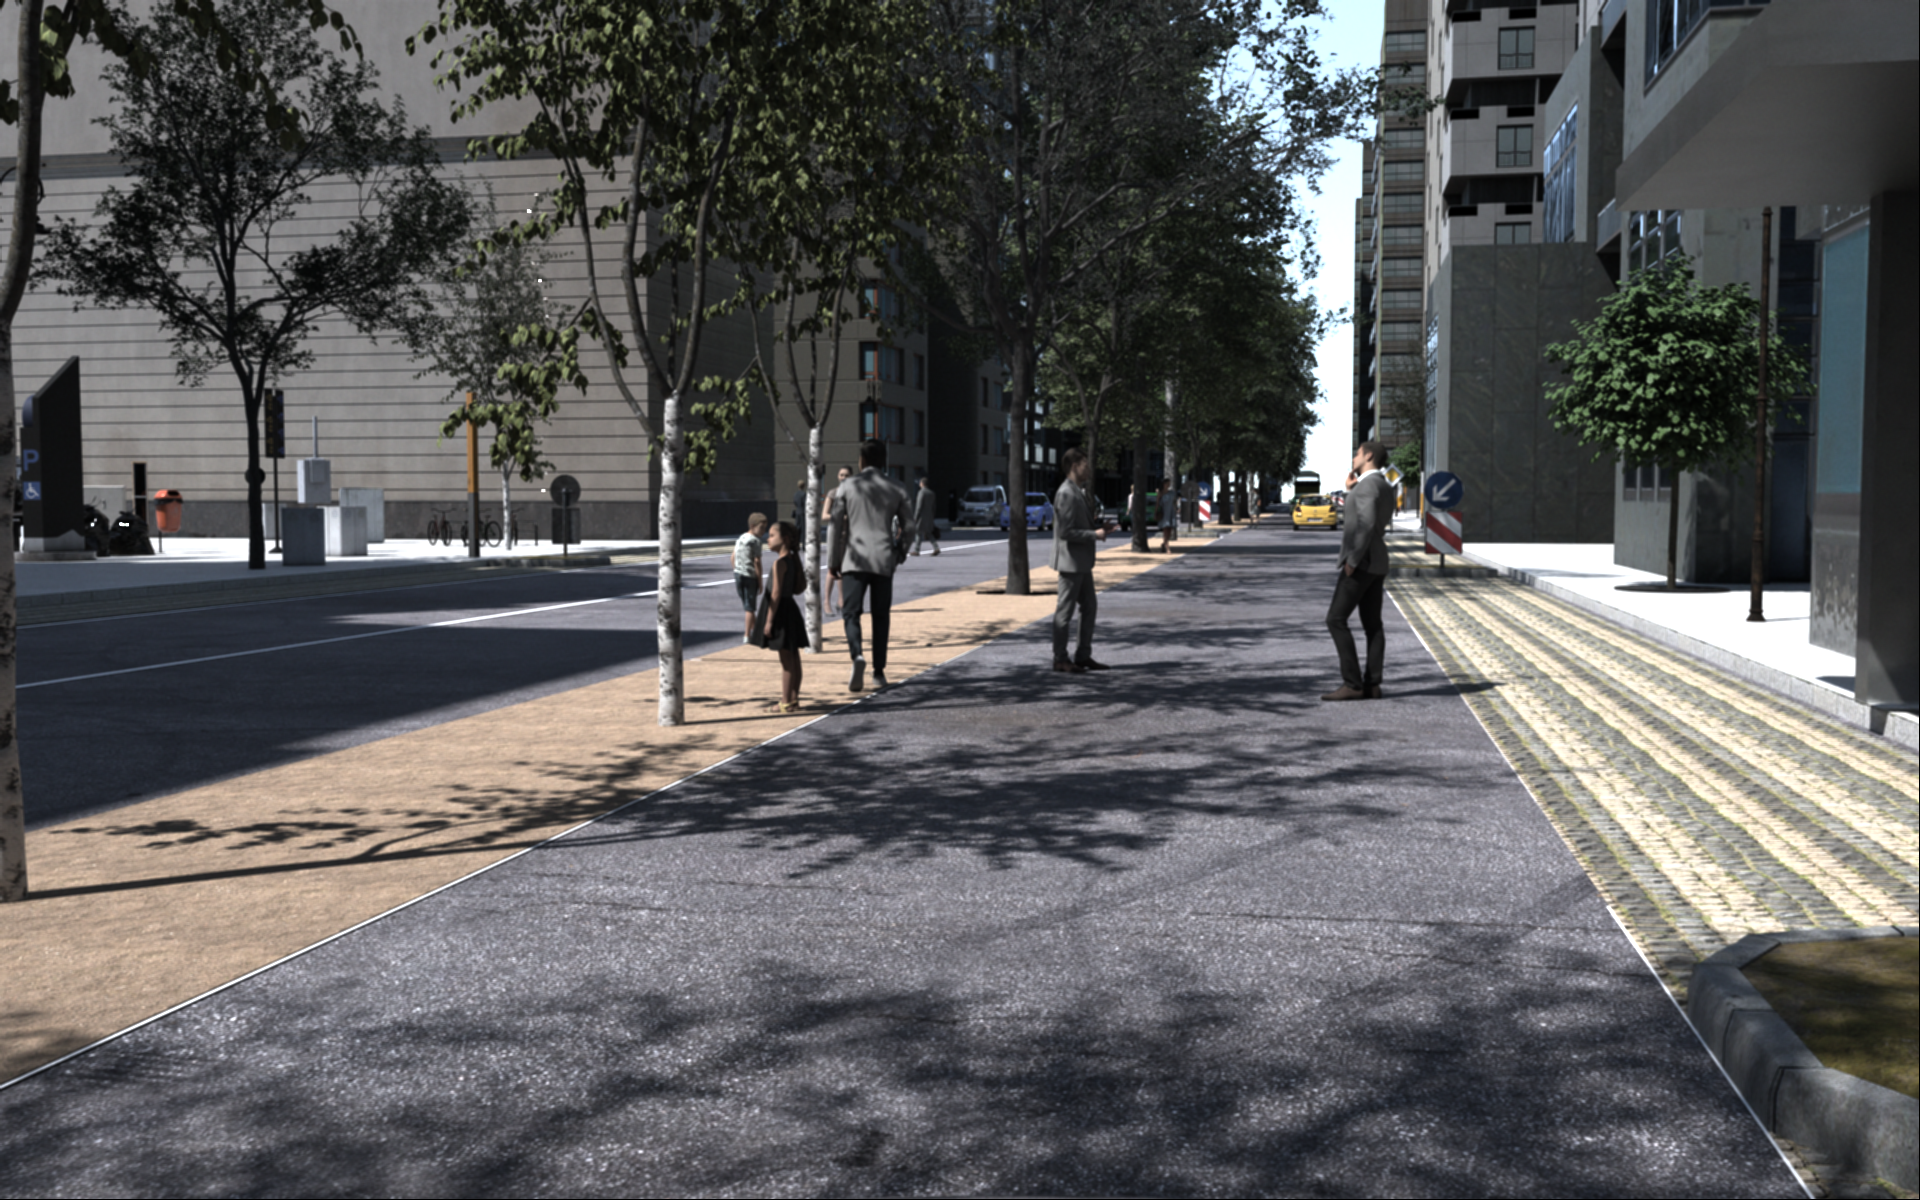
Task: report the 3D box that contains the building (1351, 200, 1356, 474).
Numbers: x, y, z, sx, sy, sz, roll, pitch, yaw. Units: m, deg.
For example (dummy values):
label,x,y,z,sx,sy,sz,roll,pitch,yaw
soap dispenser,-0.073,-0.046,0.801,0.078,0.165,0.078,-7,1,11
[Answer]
label,x,y,z,sx,sy,sz,roll,pitch,yaw
building,61.461,-33.992,239.369,14.154,41.232,14.086,1,4,12

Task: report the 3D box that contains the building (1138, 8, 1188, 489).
label,x,y,z,sx,sy,sz,roll,pitch,yaw
building,20.929,-56.653,238.948,22.319,86.520,31.000,1,4,12

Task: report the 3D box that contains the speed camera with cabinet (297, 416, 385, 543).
label,x,y,z,sx,sy,sz,roll,pitch,yaw
speed camera with cabinet,-16.007,-3.085,44.776,2.038,3.252,0.660,-3,4,-39

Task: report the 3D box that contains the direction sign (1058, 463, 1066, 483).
label,x,y,z,sx,sy,sz,roll,pitch,yaw
direction sign,7.674,-8.287,127.489,0.876,3.537,0.379,0,4,-7

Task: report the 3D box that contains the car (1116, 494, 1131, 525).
label,x,y,z,sx,sy,sz,roll,pitch,yaw
car,8.381,-4.195,80.385,2.131,1.459,4.920,1,4,11

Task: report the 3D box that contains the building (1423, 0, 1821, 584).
label,x,y,z,sx,sy,sz,roll,pitch,yaw
building,22.643,-44.209,35.494,22.319,86.520,31.000,1,4,12

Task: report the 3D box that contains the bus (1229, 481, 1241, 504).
label,x,y,z,sx,sy,sz,roll,pitch,yaw
bus,38.842,-15.176,242.985,2.948,3.499,13.247,1,4,10

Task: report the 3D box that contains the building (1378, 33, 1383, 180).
label,x,y,z,sx,sy,sz,roll,pitch,yaw
building,45.268,-31.044,157.676,14.600,45.320,14.200,1,4,12

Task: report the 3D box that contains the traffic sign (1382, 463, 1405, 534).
label,x,y,z,sx,sy,sz,roll,pitch,yaw
traffic sign,13.806,-3.164,55.373,0.795,2.450,0.064,1,4,12

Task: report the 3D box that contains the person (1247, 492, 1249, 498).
label,x,y,z,sx,sy,sz,roll,pitch,yaw
person,41.782,-14.769,250.709,1.217,1.736,0.721,1,4,13

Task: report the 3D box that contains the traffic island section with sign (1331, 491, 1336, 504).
label,x,y,z,sx,sy,sz,roll,pitch,yaw
traffic island section with sign,25.231,-6.327,112.080,1.989,1.847,2.006,1,4,12

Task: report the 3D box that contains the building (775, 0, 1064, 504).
label,x,y,z,sx,sy,sz,roll,pitch,yaw
building,-5.206,-30.926,125.249,23.786,49.044,30.456,1,4,12

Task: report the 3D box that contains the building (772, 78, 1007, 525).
label,x,y,z,sx,sy,sz,roll,pitch,yaw
building,-13.812,-14.797,86.970,27.650,21.520,28.899,1,4,12

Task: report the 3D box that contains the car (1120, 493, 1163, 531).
label,x,y,z,sx,sy,sz,roll,pitch,yaw
car,7.381,-3.616,67.922,1.959,1.807,4.718,1,4,13

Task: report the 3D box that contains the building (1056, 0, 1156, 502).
label,x,y,z,sx,sy,sz,roll,pitch,yaw
building,9.937,-45.355,179.798,20.563,71.187,20.611,1,4,12

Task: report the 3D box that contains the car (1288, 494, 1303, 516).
label,x,y,z,sx,sy,sz,roll,pitch,yaw
car,22.909,-6.337,115.402,2.131,1.459,4.920,1,4,11

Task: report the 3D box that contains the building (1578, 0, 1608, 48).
label,x,y,z,sx,sy,sz,roll,pitch,yaw
building,40.187,-32.115,67.073,28.212,58.520,21.231,1,4,12

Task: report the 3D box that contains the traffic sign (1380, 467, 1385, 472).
label,x,y,z,sx,sy,sz,roll,pitch,yaw
traffic sign,15.425,-3.642,63.193,0.795,2.450,0.064,1,4,12

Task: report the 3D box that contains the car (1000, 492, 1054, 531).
label,x,y,z,sx,sy,sz,roll,pitch,yaw
car,2.654,-3.576,68.067,1.945,1.707,3.694,1,4,12

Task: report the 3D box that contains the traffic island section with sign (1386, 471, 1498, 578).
label,x,y,z,sx,sy,sz,roll,pitch,yaw
traffic island section with sign,8.335,-1.335,30.451,1.989,1.847,2.006,1,4,12

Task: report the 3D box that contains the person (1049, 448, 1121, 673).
label,x,y,z,sx,sy,sz,roll,pitch,yaw
person,1.002,-0.320,13.930,0.583,1.804,0.606,0,4,6

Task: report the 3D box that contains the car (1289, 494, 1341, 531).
label,x,y,z,sx,sy,sz,roll,pitch,yaw
car,14.081,-3.577,68.710,2.015,1.641,3.980,1,4,11

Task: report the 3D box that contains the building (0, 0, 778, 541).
label,x,y,z,sx,sy,sz,roll,pitch,yaw
building,-19.199,-15.756,54.873,25.104,27.353,12.463,1,4,12

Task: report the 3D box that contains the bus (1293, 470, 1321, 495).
label,x,y,z,sx,sy,sz,roll,pitch,yaw
bus,36.097,-11.531,180.083,2.896,3.916,12.252,1,4,11

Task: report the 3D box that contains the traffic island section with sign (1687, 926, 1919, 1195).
label,x,y,z,sx,sy,sz,roll,pitch,yaw
traffic island section with sign,2.871,0.280,4.053,1.989,1.847,2.006,1,4,12

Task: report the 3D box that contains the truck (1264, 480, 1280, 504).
label,x,y,z,sx,sy,sz,roll,pitch,yaw
truck,47.312,-16.757,263.727,2.967,4.110,18.799,1,4,11

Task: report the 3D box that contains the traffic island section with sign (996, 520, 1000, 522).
label,x,y,z,sx,sy,sz,roll,pitch,yaw
traffic island section with sign,2.906,-4.855,88.000,1.989,1.847,2.006,1,4,12

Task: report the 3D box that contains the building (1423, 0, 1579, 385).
label,x,y,z,sx,sy,sz,roll,pitch,yaw
building,43.018,-31.564,105.315,28.713,52.752,27.495,1,4,12

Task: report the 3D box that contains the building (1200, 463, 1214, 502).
label,x,y,z,sx,sy,sz,roll,pitch,yaw
building,35.226,-37.088,289.975,14.154,41.232,14.086,1,4,12

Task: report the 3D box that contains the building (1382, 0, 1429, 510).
label,x,y,z,sx,sy,sz,roll,pitch,yaw
building,41.895,-28.116,143.290,14.154,41.232,14.086,1,4,12

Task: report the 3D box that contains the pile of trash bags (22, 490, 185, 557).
label,x,y,z,sx,sy,sz,roll,pitch,yaw
pile of trash bags,-17.768,-1.630,36.405,1.912,1.369,3.447,1,4,22

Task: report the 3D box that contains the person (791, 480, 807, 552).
label,x,y,z,sx,sy,sz,roll,pitch,yaw
person,-3.929,-2.075,42.850,0.576,1.772,0.534,1,4,22

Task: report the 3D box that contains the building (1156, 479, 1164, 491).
label,x,y,z,sx,sy,sz,roll,pitch,yaw
building,8.147,-31.324,204.032,32.217,40.220,23.993,1,4,12

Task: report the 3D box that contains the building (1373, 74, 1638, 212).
label,x,y,z,sx,sy,sz,roll,pitch,yaw
building,54.116,-34.214,179.014,23.786,49.044,30.456,1,4,12

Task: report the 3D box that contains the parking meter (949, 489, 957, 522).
label,x,y,z,sx,sy,sz,roll,pitch,yaw
parking meter,-0.341,-4.348,79.497,0.372,1.533,0.369,0,3,0

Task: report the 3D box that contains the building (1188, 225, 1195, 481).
label,x,y,z,sx,sy,sz,roll,pitch,yaw
building,28.799,-37.443,262.300,14.600,45.320,14.200,1,4,12

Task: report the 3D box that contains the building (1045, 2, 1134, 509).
label,x,y,z,sx,sy,sz,roll,pitch,yaw
building,4.221,-30.690,156.412,22.147,44.769,28.867,1,4,12

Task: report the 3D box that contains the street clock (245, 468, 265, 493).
label,x,y,z,sx,sy,sz,roll,pitch,yaw
street clock,-19.101,-2.594,46.974,0.358,2.002,0.471,3,5,43

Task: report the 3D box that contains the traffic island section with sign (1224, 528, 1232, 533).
label,x,y,z,sx,sy,sz,roll,pitch,yaw
traffic island section with sign,9.027,-3.432,64.245,2.006,1.907,1.989,1,4,12

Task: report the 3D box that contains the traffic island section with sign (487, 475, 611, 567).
label,x,y,z,sx,sy,sz,roll,pitch,yaw
traffic island section with sign,-8.119,-1.594,34.683,1.989,1.847,2.006,1,4,12

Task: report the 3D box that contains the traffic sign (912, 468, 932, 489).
label,x,y,z,sx,sy,sz,roll,pitch,yaw
traffic sign,-1.459,-3.856,66.695,0.795,2.450,0.064,1,4,12

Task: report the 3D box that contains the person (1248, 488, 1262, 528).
label,x,y,z,sx,sy,sz,roll,pitch,yaw
person,12.377,-3.848,72.419,0.522,1.701,0.512,3,5,39

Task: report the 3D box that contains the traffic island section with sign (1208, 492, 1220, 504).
label,x,y,z,sx,sy,sz,roll,pitch,yaw
traffic island section with sign,35.532,-14.493,245.593,1.989,1.847,2.006,1,4,12

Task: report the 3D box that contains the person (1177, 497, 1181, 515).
label,x,y,z,sx,sy,sz,roll,pitch,yaw
person,14.972,-6.414,118.388,0.382,1.210,0.505,2,4,35

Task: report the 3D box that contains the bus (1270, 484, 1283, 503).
label,x,y,z,sx,sy,sz,roll,pitch,yaw
bus,52.162,-17.911,287.703,2.948,3.499,13.247,1,4,12

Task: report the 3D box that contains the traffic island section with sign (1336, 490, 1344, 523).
label,x,y,z,sx,sy,sz,roll,pitch,yaw
traffic island section with sign,19.646,-4.678,85.111,1.989,1.847,2.006,1,4,12

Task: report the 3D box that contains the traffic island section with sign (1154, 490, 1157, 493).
label,x,y,z,sx,sy,sz,roll,pitch,yaw
traffic island section with sign,18.710,-9.522,164.320,1.989,1.847,2.006,1,4,12

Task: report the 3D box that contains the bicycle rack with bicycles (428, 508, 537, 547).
label,x,y,z,sx,sy,sz,roll,pitch,yaw
bicycle rack with bicycles,-11.715,-1.806,42.902,2.852,0.926,2.925,-2,4,-30

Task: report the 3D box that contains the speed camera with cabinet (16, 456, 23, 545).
label,x,y,z,sx,sy,sz,roll,pitch,yaw
speed camera with cabinet,-22.455,-2.901,41.763,2.038,3.252,0.660,2,4,28

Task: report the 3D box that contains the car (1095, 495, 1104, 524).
label,x,y,z,sx,sy,sz,roll,pitch,yaw
car,5.723,-4.263,81.494,2.131,1.459,4.920,1,4,10

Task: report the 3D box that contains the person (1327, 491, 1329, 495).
label,x,y,z,sx,sy,sz,roll,pitch,yaw
person,62.174,-17.427,293.063,1.348,1.869,0.705,-2,4,-25

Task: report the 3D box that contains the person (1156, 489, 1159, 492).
label,x,y,z,sx,sy,sz,roll,pitch,yaw
person,12.760,-6.308,112.050,0.576,1.772,0.534,1,4,13

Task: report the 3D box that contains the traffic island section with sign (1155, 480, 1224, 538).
label,x,y,z,sx,sy,sz,roll,pitch,yaw
traffic island section with sign,7.516,-2.988,56.992,2.006,1.907,1.989,1,4,12

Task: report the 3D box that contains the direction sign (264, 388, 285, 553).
label,x,y,z,sx,sy,sz,roll,pitch,yaw
direction sign,-14.822,-2.783,37.507,0.379,3.537,0.876,0,4,3

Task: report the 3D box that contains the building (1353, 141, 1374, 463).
label,x,y,z,sx,sy,sz,roll,pitch,yaw
building,53.771,-31.708,202.022,14.154,41.232,14.086,1,4,12

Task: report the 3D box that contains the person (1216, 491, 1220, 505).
label,x,y,z,sx,sy,sz,roll,pitch,yaw
person,32.563,-12.858,218.869,0.705,1.807,1.348,-1,4,-17

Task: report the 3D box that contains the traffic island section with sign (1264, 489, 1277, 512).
label,x,y,z,sx,sy,sz,roll,pitch,yaw
traffic island section with sign,24.247,-7.932,137.831,2.006,1.907,1.989,1,4,12

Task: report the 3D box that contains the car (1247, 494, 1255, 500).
label,x,y,z,sx,sy,sz,roll,pitch,yaw
car,34.788,-11.923,204.723,2.009,1.686,4.222,1,4,10

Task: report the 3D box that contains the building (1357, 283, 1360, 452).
label,x,y,z,sx,sy,sz,roll,pitch,yaw
building,58.974,-27.756,225.510,14.160,30.474,14.107,1,4,12
